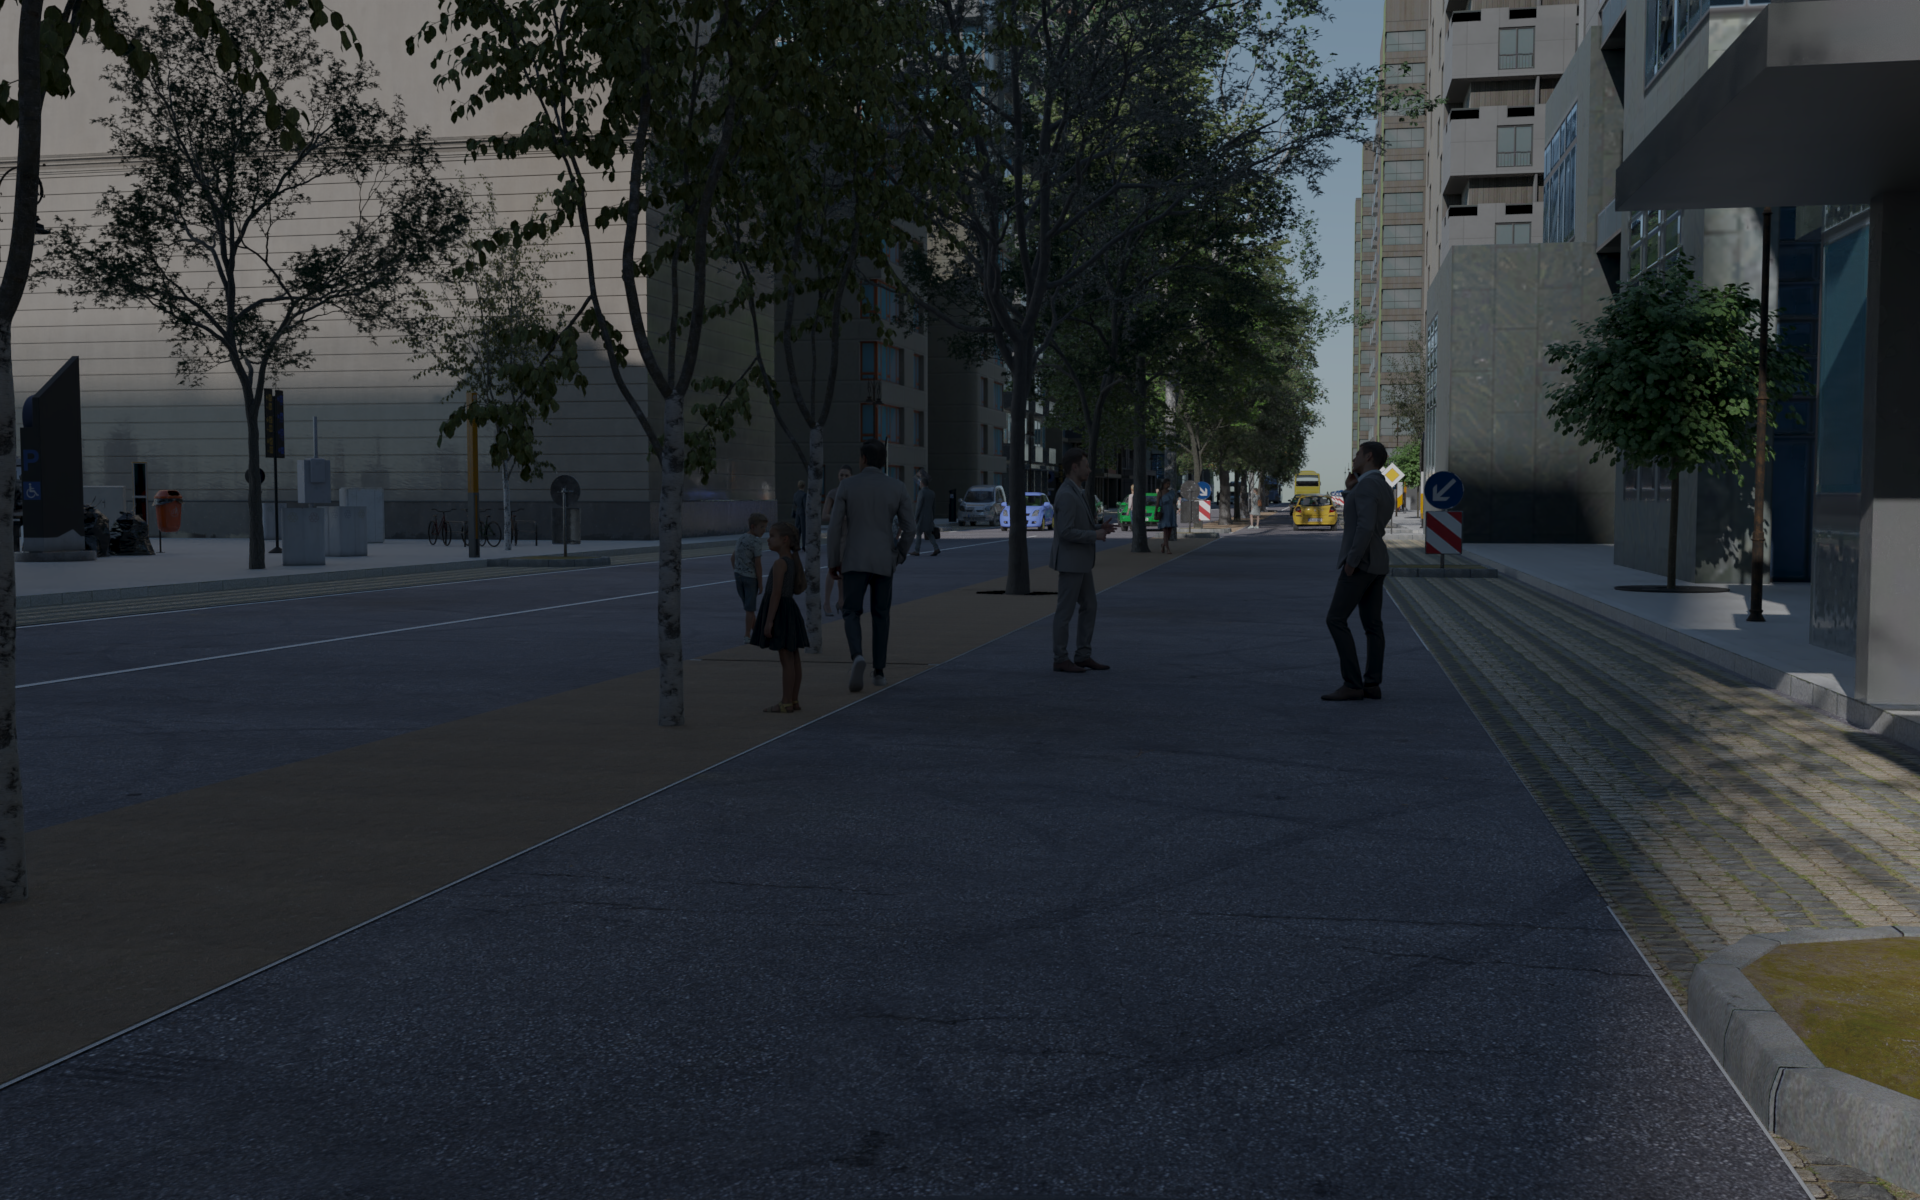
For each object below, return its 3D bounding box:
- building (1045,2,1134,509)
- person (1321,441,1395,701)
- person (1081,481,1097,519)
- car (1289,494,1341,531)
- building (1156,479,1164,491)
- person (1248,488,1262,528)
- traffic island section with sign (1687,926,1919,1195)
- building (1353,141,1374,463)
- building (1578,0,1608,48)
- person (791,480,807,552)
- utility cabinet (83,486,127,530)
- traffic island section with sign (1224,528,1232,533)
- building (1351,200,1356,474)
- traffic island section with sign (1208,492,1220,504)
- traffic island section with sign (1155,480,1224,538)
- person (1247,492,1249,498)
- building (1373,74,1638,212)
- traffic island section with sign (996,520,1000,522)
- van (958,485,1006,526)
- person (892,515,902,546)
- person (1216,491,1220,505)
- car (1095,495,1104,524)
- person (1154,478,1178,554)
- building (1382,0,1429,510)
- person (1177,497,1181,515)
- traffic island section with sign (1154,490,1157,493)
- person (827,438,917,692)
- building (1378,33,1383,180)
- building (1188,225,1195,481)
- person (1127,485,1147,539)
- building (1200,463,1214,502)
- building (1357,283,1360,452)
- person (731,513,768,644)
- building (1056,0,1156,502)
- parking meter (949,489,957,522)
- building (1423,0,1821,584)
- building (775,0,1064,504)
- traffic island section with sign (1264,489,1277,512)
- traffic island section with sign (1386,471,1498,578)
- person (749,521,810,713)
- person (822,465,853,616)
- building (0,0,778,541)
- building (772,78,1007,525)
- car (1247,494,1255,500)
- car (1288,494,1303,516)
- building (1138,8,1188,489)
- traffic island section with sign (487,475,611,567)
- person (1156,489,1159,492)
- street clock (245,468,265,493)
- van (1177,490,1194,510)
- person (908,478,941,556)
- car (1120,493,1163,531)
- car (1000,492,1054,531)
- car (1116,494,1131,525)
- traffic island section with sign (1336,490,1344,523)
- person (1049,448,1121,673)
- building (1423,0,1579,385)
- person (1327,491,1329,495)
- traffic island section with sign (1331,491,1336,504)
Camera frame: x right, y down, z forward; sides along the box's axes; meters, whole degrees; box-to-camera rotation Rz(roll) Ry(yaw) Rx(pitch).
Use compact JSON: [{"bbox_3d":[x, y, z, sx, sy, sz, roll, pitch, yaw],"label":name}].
[{"bbox_3d":[4.221,-30.690,156.412,22.147,44.769,28.867,1,4,12],"label":"building"},{"bbox_3d":[2.789,-0.210,12.113,0.473,1.802,0.592,3,5,44],"label":"person"},{"bbox_3d":[3.362,-2.339,47.022,0.678,1.792,0.850,-1,4,-9],"label":"person"},{"bbox_3d":[14.081,-3.577,68.710,2.015,1.641,3.980,1,4,11],"label":"car"},{"bbox_3d":[8.147,-31.324,204.032,32.217,40.220,23.993,1,4,12],"label":"building"},{"bbox_3d":[12.377,-3.848,72.419,0.522,1.701,0.512,3,5,39],"label":"person"},{"bbox_3d":[2.871,0.280,4.053,1.989,1.847,2.006,1,4,12],"label":"traffic island section with sign"},{"bbox_3d":[53.771,-31.708,202.022,14.154,41.232,14.086,1,4,12],"label":"building"},{"bbox_3d":[40.187,-32.115,67.073,28.212,58.520,21.231,1,4,12],"label":"building"},{"bbox_3d":[-3.929,-2.075,42.850,0.576,1.772,0.534,1,4,22],"label":"person"},{"bbox_3d":[-22.996,-2.306,46.390,1.173,1.500,0.318,-1,4,-9],"label":"utility cabinet"},{"bbox_3d":[9.027,-3.432,64.245,2.006,1.907,1.989,1,4,12],"label":"traffic island section with sign"},{"bbox_3d":[61.461,-33.992,239.369,14.154,41.232,14.086,1,4,12],"label":"building"},{"bbox_3d":[35.532,-14.493,245.593,1.989,1.847,2.006,1,4,12],"label":"traffic island section with sign"},{"bbox_3d":[7.516,-2.988,56.992,2.006,1.907,1.989,1,4,12],"label":"traffic island section with sign"},{"bbox_3d":[41.782,-14.769,250.709,1.217,1.736,0.721,1,4,13],"label":"person"},{"bbox_3d":[54.116,-34.214,179.014,23.786,49.044,30.456,1,4,12],"label":"building"},{"bbox_3d":[2.906,-4.855,88.000,1.989,1.847,2.006,1,4,12],"label":"traffic island section with sign"},{"bbox_3d":[1.018,-4.325,77.724,2.013,2.044,4.112,1,4,11],"label":"van"},{"bbox_3d":[-1.269,-1.160,32.155,0.352,1.250,0.332,-2,4,-31],"label":"person"},{"bbox_3d":[32.563,-12.858,218.869,0.705,1.807,1.348,-1,4,-17],"label":"person"},{"bbox_3d":[5.723,-4.263,81.494,2.131,1.459,4.920,1,4,10],"label":"car"},{"bbox_3d":[4.884,-2.003,41.338,0.616,1.811,0.778,-1,4,-13],"label":"person"},{"bbox_3d":[41.895,-28.116,143.290,14.154,41.232,14.086,1,4,12],"label":"building"},{"bbox_3d":[14.972,-6.414,118.388,0.382,1.210,0.505,2,4,35],"label":"person"},{"bbox_3d":[18.710,-9.522,164.320,1.989,1.847,2.006,1,4,12],"label":"traffic island section with sign"},{"bbox_3d":[-0.642,-0.266,12.691,0.661,1.843,0.795,0,4,-7],"label":"person"},{"bbox_3d":[45.268,-31.044,157.676,14.600,45.320,14.200,1,4,12],"label":"building"},{"bbox_3d":[28.799,-37.443,262.300,14.600,45.320,14.200,1,4,12],"label":"building"},{"bbox_3d":[5.733,-2.822,55.313,0.598,1.740,0.731,3,5,41],"label":"person"},{"bbox_3d":[35.226,-37.088,289.975,14.154,41.232,14.086,1,4,12],"label":"building"},{"bbox_3d":[58.974,-27.756,225.510,14.160,30.474,14.107,1,4,12],"label":"building"},{"bbox_3d":[-2.022,-0.213,16.663,0.352,1.250,0.332,-1,4,-12],"label":"person"},{"bbox_3d":[9.937,-45.355,179.798,20.563,71.187,20.611,1,4,12],"label":"building"},{"bbox_3d":[-0.341,-4.348,79.497,0.372,1.533,0.369,0,3,0],"label":"parking meter"},{"bbox_3d":[22.643,-44.209,35.494,22.319,86.520,31.000,1,4,12],"label":"building"},{"bbox_3d":[-5.206,-30.926,125.249,23.786,49.044,30.456,1,4,12],"label":"building"},{"bbox_3d":[24.247,-7.932,137.831,2.006,1.907,1.989,1,4,12],"label":"traffic island section with sign"},{"bbox_3d":[8.335,-1.335,30.451,1.989,1.847,2.006,1,4,12],"label":"traffic island section with sign"},{"bbox_3d":[-1.180,0.114,11.310,0.373,1.253,0.362,1,4,14],"label":"person"},{"bbox_3d":[-1.398,-0.714,20.518,0.599,1.781,0.374,-3,5,-42],"label":"person"},{"bbox_3d":[-19.199,-15.756,54.873,25.104,27.353,12.463,1,4,12],"label":"building"},{"bbox_3d":[-13.812,-14.797,86.970,27.650,21.520,28.899,1,4,12],"label":"building"},{"bbox_3d":[34.788,-11.923,204.723,2.009,1.686,4.222,1,4,10],"label":"car"},{"bbox_3d":[22.909,-6.337,115.402,2.131,1.459,4.920,1,4,11],"label":"car"},{"bbox_3d":[20.929,-56.653,238.948,22.319,86.520,31.000,1,4,12],"label":"building"},{"bbox_3d":[-8.119,-1.594,34.683,1.989,1.847,2.006,1,4,12],"label":"traffic island section with sign"},{"bbox_3d":[12.760,-6.308,112.050,0.576,1.772,0.534,1,4,13],"label":"person"},{"bbox_3d":[-19.101,-2.594,46.974,0.358,2.002,0.471,3,5,43],"label":"street clock"},{"bbox_3d":[20.523,-9.277,158.692,2.013,2.044,4.112,1,4,11],"label":"van"},{"bbox_3d":[-0.825,-1.925,40.074,0.767,1.812,0.694,3,4,36],"label":"person"},{"bbox_3d":[7.381,-3.616,67.922,1.959,1.807,4.718,1,4,13],"label":"car"},{"bbox_3d":[2.654,-3.576,68.067,1.945,1.707,3.694,1,4,12],"label":"car"},{"bbox_3d":[8.381,-4.195,80.385,2.131,1.459,4.920,1,4,11],"label":"car"},{"bbox_3d":[19.646,-4.678,85.111,1.989,1.847,2.006,1,4,12],"label":"traffic island section with sign"},{"bbox_3d":[1.002,-0.320,13.930,0.583,1.804,0.606,0,4,6],"label":"person"},{"bbox_3d":[43.018,-31.564,105.315,28.713,52.752,27.495,1,4,12],"label":"building"},{"bbox_3d":[62.174,-17.427,293.063,1.348,1.869,0.705,-2,4,-25],"label":"person"},{"bbox_3d":[25.231,-6.327,112.080,1.989,1.847,2.006,1,4,12],"label":"traffic island section with sign"}]
